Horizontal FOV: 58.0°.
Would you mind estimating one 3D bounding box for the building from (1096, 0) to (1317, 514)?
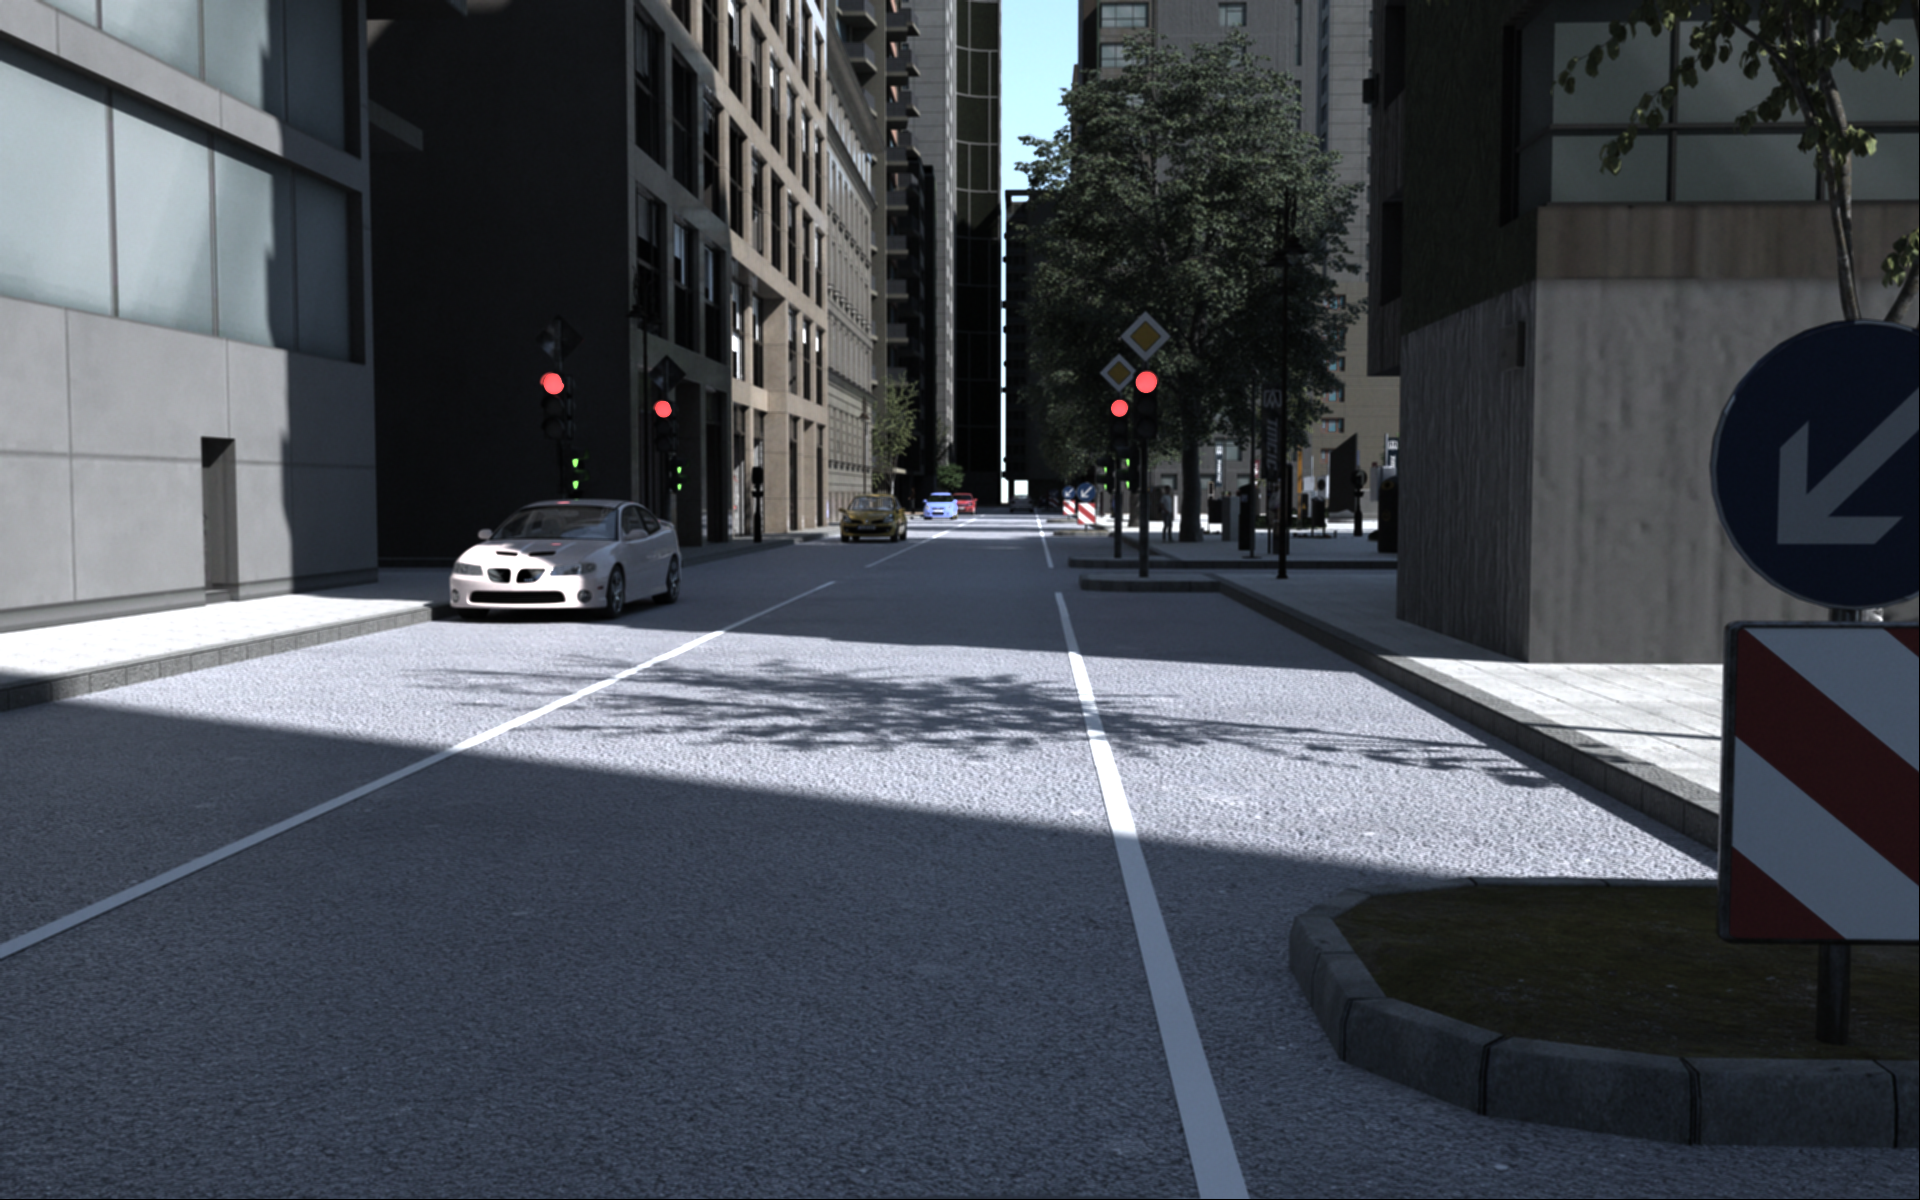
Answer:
[{"bbox_3d":[16.272,-26.589,118.324,14.154,41.232,14.086,0,4,2],"label":"building"}]

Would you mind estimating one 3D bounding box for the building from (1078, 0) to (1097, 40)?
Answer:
[{"bbox_3d":[16.085,-29.529,132.907,14.600,45.320,14.200,0,4,2],"label":"building"}]

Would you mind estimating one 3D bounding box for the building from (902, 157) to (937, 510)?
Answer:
[{"bbox_3d":[-9.344,-22.901,146.132,14.160,30.474,14.107,0,4,2],"label":"building"}]

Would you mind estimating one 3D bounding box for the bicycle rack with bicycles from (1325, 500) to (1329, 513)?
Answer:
[{"bbox_3d":[20.698,-5.211,98.578,2.852,0.926,2.925,2,4,25],"label":"bicycle rack with bicycles"}]

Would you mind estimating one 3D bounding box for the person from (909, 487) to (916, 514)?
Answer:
[{"bbox_3d":[-3.123,-6.440,112.156,0.721,1.723,1.217,1,4,14],"label":"person"}]

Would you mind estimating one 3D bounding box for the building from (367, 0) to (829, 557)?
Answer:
[{"bbox_3d":[-15.505,-15.103,51.458,19.350,26.468,34.151,0,4,2],"label":"building"}]

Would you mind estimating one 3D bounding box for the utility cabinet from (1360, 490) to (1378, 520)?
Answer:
[{"bbox_3d":[20.438,-4.729,85.996,1.173,1.500,0.318,1,4,22],"label":"utility cabinet"}]

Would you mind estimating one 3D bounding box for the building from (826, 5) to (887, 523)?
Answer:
[{"bbox_3d":[-12.791,-15.305,83.526,16.112,22.955,30.059,0,4,2],"label":"building"}]

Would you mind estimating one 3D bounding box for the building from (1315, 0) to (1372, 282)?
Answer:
[{"bbox_3d":[45.404,-44.945,173.101,20.611,71.187,20.563,0,4,2],"label":"building"}]

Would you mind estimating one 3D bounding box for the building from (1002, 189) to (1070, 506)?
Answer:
[{"bbox_3d":[17.110,-31.597,208.484,23.993,40.220,32.217,0,4,2],"label":"building"}]

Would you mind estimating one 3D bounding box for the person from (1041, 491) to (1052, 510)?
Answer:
[{"bbox_3d":[7.681,-8.796,153.035,1.217,1.743,0.721,-2,4,-28],"label":"person"}]

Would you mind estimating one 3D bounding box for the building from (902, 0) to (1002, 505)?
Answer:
[{"bbox_3d":[-5.551,-46.738,202.420,20.611,71.187,20.563,0,4,2],"label":"building"}]

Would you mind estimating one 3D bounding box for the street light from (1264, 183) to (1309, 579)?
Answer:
[{"bbox_3d":[4.897,-3.263,26.138,0.468,5.910,1.993,0,4,2],"label":"street light"}]

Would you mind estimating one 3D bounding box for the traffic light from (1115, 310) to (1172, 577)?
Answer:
[{"bbox_3d":[2.823,-2.308,26.654,0.839,4.253,0.868,0,4,2],"label":"traffic light"}]

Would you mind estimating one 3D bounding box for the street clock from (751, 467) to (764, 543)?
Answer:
[{"bbox_3d":[-5.364,-2.527,45.889,0.358,2.002,0.471,0,4,1],"label":"street clock"}]

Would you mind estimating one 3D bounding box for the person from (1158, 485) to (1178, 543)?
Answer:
[{"bbox_3d":[5.487,-2.270,45.746,0.523,1.515,0.503,1,4,9],"label":"person"}]

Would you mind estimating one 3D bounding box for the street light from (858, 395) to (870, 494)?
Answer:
[{"bbox_3d":[-4.464,-6.626,81.118,0.468,5.910,1.993,0,4,2],"label":"street light"}]

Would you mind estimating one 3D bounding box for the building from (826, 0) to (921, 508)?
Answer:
[{"bbox_3d":[-14.374,-28.735,124.436,22.147,44.769,28.867,0,4,2],"label":"building"}]

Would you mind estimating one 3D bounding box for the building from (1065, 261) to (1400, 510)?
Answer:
[{"bbox_3d":[23.616,-19.035,156.265,27.650,21.520,28.899,0,4,2],"label":"building"}]

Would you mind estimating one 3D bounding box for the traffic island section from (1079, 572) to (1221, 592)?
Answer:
[{"bbox_3d":[2.863,-0.274,26.767,2.009,0.180,2.903,0,4,2],"label":"traffic island section"}]

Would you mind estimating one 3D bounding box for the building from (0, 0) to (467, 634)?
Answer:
[{"bbox_3d":[-21.125,-25.915,12.958,27.495,52.752,28.713,0,4,2],"label":"building"}]

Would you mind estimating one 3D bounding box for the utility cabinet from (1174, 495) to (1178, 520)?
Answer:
[{"bbox_3d":[10.453,-4.638,86.987,1.020,1.237,0.306,-2,4,-32],"label":"utility cabinet"}]

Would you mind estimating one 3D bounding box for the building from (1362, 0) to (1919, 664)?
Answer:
[{"bbox_3d":[11.599,-15.109,18.731,14.160,30.474,14.107,0,4,2],"label":"building"}]

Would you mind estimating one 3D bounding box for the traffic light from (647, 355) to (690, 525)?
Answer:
[{"bbox_3d":[-5.904,-2.817,34.987,0.839,4.253,0.868,0,4,2],"label":"traffic light"}]

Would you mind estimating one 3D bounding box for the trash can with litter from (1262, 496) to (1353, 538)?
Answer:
[{"bbox_3d":[10.322,-2.429,50.765,1.678,1.210,2.233,-2,4,-29],"label":"trash can with litter"}]

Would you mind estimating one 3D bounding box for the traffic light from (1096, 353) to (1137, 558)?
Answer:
[{"bbox_3d":[3.151,-2.796,34.633,0.839,4.253,0.868,0,4,2],"label":"traffic light"}]

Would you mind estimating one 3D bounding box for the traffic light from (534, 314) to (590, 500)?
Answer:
[{"bbox_3d":[-6.231,-2.330,27.008,0.839,4.253,0.868,0,4,2],"label":"traffic light"}]

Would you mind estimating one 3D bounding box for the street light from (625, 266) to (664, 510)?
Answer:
[{"bbox_3d":[-6.393,-3.820,35.251,0.468,5.910,1.993,0,4,2],"label":"street light"}]

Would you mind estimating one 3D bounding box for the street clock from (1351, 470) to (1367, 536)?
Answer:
[{"bbox_3d":[12.078,-2.931,52.491,0.471,2.002,0.358,-2,4,-32],"label":"street clock"}]

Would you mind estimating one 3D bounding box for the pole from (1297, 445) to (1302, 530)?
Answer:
[{"bbox_3d":[12.021,-4.125,61.287,0.158,3.312,0.155,0,3,0],"label":"pole"}]

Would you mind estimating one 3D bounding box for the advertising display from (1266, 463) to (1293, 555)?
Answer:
[{"bbox_3d":[6.786,-1.935,36.852,0.123,1.923,0.974,-1,4,-17],"label":"advertising display"}]

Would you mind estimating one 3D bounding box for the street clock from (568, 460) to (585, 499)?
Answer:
[{"bbox_3d":[-7.617,-1.818,34.302,0.358,2.002,0.471,-2,4,-34],"label":"street clock"}]

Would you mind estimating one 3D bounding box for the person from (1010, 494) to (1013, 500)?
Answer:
[{"bbox_3d":[4.993,-9.444,166.138,0.991,1.433,0.599,0,4,-6],"label":"person"}]

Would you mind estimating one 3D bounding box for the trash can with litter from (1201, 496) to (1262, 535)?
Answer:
[{"bbox_3d":[8.498,-2.682,54.905,2.233,1.210,1.678,1,4,19],"label":"trash can with litter"}]

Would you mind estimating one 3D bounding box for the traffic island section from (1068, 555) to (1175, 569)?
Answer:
[{"bbox_3d":[3.190,-0.762,34.745,2.009,0.180,2.903,0,4,2],"label":"traffic island section"}]
